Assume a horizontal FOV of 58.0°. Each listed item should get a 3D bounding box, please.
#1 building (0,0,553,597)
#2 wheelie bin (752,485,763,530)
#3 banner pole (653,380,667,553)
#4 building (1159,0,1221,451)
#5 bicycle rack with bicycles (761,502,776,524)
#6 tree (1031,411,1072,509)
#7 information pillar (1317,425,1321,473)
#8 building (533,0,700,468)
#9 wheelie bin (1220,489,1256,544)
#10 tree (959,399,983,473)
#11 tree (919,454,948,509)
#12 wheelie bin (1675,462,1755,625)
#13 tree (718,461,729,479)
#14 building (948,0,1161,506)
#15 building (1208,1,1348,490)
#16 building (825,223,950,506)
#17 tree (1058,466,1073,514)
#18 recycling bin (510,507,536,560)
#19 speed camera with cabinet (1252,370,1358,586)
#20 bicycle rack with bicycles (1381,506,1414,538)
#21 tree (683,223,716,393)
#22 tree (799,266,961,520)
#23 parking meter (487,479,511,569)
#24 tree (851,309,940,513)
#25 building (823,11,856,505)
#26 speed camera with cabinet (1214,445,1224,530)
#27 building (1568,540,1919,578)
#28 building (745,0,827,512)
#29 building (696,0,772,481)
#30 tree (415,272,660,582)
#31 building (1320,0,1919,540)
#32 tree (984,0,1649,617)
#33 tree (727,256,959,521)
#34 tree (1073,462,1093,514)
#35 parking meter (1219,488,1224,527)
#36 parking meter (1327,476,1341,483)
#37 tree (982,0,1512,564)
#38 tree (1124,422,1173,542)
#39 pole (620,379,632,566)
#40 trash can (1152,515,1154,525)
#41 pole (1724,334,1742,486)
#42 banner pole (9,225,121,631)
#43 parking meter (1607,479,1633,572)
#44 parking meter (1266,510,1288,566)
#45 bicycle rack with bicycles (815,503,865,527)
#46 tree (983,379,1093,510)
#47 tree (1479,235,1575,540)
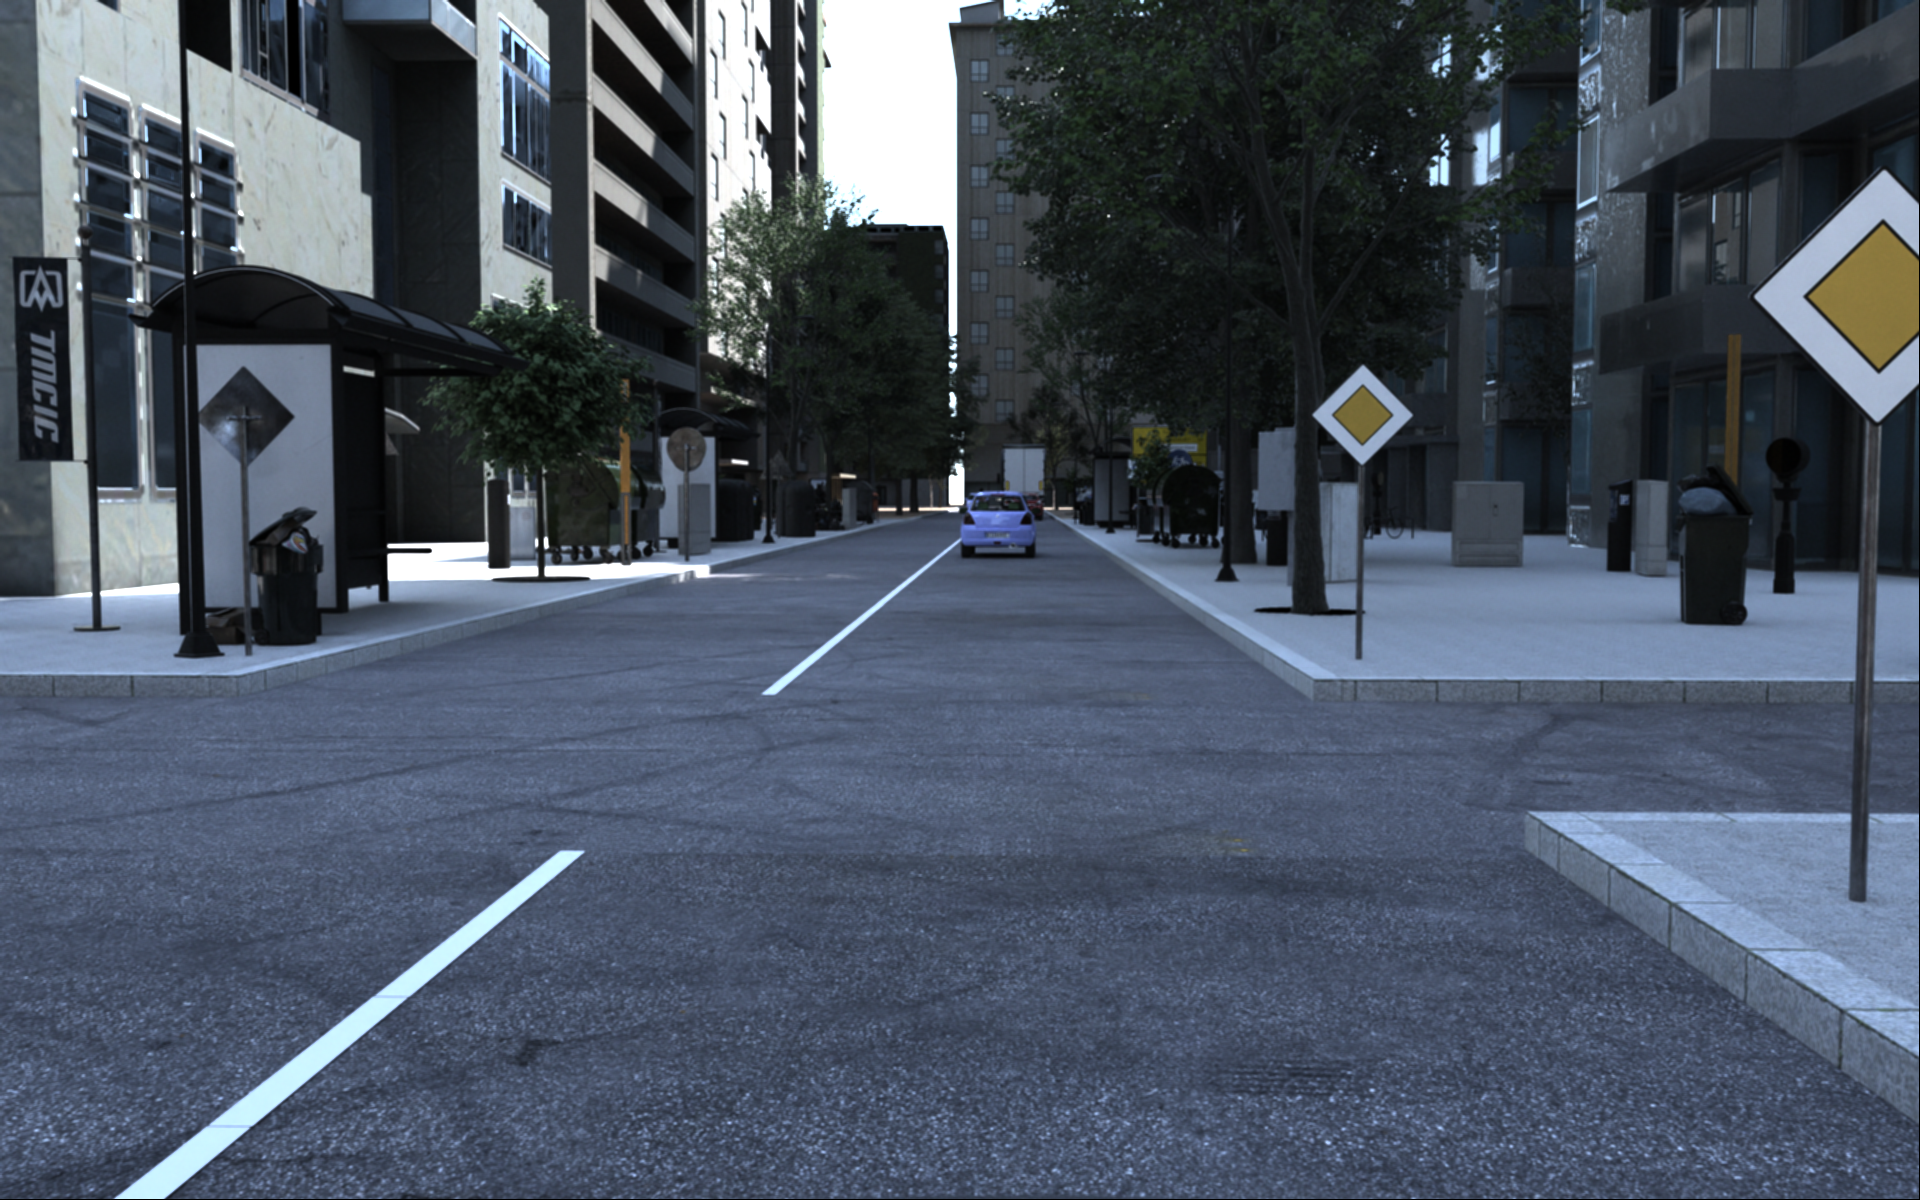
[{"bbox_3d":[-21.942,-44.167,34.810,22.319,86.520,31.000,0,4,2],"label":"building"},{"bbox_3d":[-7.390,-3.260,61.209,0.693,1.594,0.980,-3,5,-44],"label":"wheelie bin"},{"bbox_3d":[-6.657,-2.951,38.270,0.401,3.779,0.863,0,4,0],"label":"banner pole"},{"bbox_3d":[25.761,-30.517,122.656,21.300,48.544,21.600,0,4,2],"label":"building"},{"bbox_3d":[-7.591,-3.717,74.159,2.852,0.926,2.925,-1,4,-19],"label":"bicycle rack with bicycles"},{"bbox_3d":[7.903,-12.197,149.780,4.737,8.622,4.395,0,3,0],"label":"tree"},{"bbox_3d":[8.438,-3.076,41.641,0.504,3.616,0.183,-1,4,-17],"label":"information pillar"},{"bbox_3d":[-23.222,-27.313,70.266,21.300,48.544,21.600,0,4,2],"label":"building"},{"bbox_3d":[6.960,-2.171,43.409,0.693,1.594,0.980,-2,4,-35],"label":"wheelie bin"},{"bbox_3d":[-1.700,-13.685,158.155,8.767,10.594,7.601,-2,4,-30],"label":"tree"},{"bbox_3d":[-2.540,-12.233,150.371,4.360,8.622,3.978,0,3,0],"label":"tree"},{"bbox_3d":[7.453,-0.566,17.166,0.693,1.594,0.980,1,4,16],"label":"wheelie bin"},{"bbox_3d":[-12.451,-5.667,87.257,1.663,3.219,1.824,0,3,0],"label":"tree"},{"bbox_3d":[12.966,-36.973,193.749,27.495,52.752,28.713,0,4,2],"label":"building"},{"bbox_3d":[26.518,-43.105,143.024,20.563,71.187,20.611,0,4,2],"label":"building"},{"bbox_3d":[-8.240,-25.439,187.625,14.107,30.474,14.160,0,4,2],"label":"building"},{"bbox_3d":[7.178,-7.014,109.284,1.663,3.219,1.824,0,3,0],"label":"tree"},{"bbox_3d":[-8.681,-1.302,33.842,0.722,1.027,0.722,-1,4,-17],"label":"recycling bin"},{"bbox_3d":[5.039,-1.863,24.796,0.660,3.252,2.038,3,5,42],"label":"speed camera with cabinet"},{"bbox_3d":[11.652,-2.256,50.262,2.925,0.926,2.852,-2,4,-34],"label":"bicycle rack with bicycles"},{"bbox_3d":[-5.356,-7.955,55.816,9.928,11.665,9.643,0,3,0],"label":"tree"},{"bbox_3d":[-4.753,-10.215,85.149,7.486,12.596,7.792,0,3,0],"label":"tree"},{"bbox_3d":[-7.941,-1.309,29.820,0.372,1.533,0.369,0,3,0],"label":"parking meter"},{"bbox_3d":[-3.043,-12.960,118.558,9.857,13.997,8.962,0,3,0],"label":"tree"},{"bbox_3d":[-24.272,-30.095,146.677,28.867,44.769,22.147,0,4,2],"label":"building"},{"bbox_3d":[9.144,-4.085,61.126,2.038,3.252,0.660,0,4,-7],"label":"speed camera with cabinet"},{"bbox_3d":[27.578,-25.187,31.410,30.456,49.044,23.786,0,4,2],"label":"building"},{"bbox_3d":[-17.327,-26.919,123.723,14.154,41.232,14.086,0,4,2],"label":"building"},{"bbox_3d":[-26.067,-31.388,102.435,28.713,52.752,27.495,0,4,2],"label":"building"},{"bbox_3d":[-6.335,-2.573,25.784,4.285,4.588,4.351,0,3,0],"label":"tree"},{"bbox_3d":[26.706,-27.261,65.330,23.786,49.044,30.456,0,4,2],"label":"building"},{"bbox_3d":[3.670,-5.667,18.412,9.928,11.665,9.643,0,3,0],"label":"tree"},{"bbox_3d":[-5.195,-8.055,66.113,8.767,10.594,7.601,1,4,11],"label":"tree"},{"bbox_3d":[7.341,-5.908,91.201,1.663,3.219,1.824,0,3,0],"label":"tree"},{"bbox_3d":[10.171,-3.648,68.052,0.372,1.533,0.369,0,3,0],"label":"parking meter"},{"bbox_3d":[11.843,-3.009,54.912,0.399,1.863,0.255,-3,4,-39],"label":"parking meter"},{"bbox_3d":[5.261,-7.652,31.759,9.857,13.997,8.962,0,3,0],"label":"tree"},{"bbox_3d":[5.368,-3.184,46.656,1.663,3.219,1.824,0,3,0],"label":"tree"},{"bbox_3d":[-5.976,-2.267,30.907,0.158,3.312,0.155,0,3,0],"label":"pole"},{"bbox_3d":[6.646,-2.943,59.771,0.748,1.137,0.748,0,3,0],"label":"trash can"},{"bbox_3d":[9.902,-1.736,22.234,0.158,3.312,0.155,0,3,0],"label":"pole"},{"bbox_3d":[-8.373,-1.601,16.193,0.863,3.779,0.401,-1,4,-12],"label":"banner pole"},{"bbox_3d":[10.966,-1.246,28.784,0.372,1.533,0.369,0,3,0],"label":"parking meter"},{"bbox_3d":[5.693,-1.385,31.059,0.372,1.533,0.369,0,3,0],"label":"parking meter"},{"bbox_3d":[-5.199,-3.365,68.406,2.925,0.926,2.852,0,4,-2],"label":"bicycle rack with bicycles"},{"bbox_3d":[7.541,-12.563,139.822,7.601,10.594,8.767,2,4,32],"label":"tree"},{"bbox_3d":[16.904,-5.996,48.398,4.360,8.622,3.978,0,3,0],"label":"tree"}]
